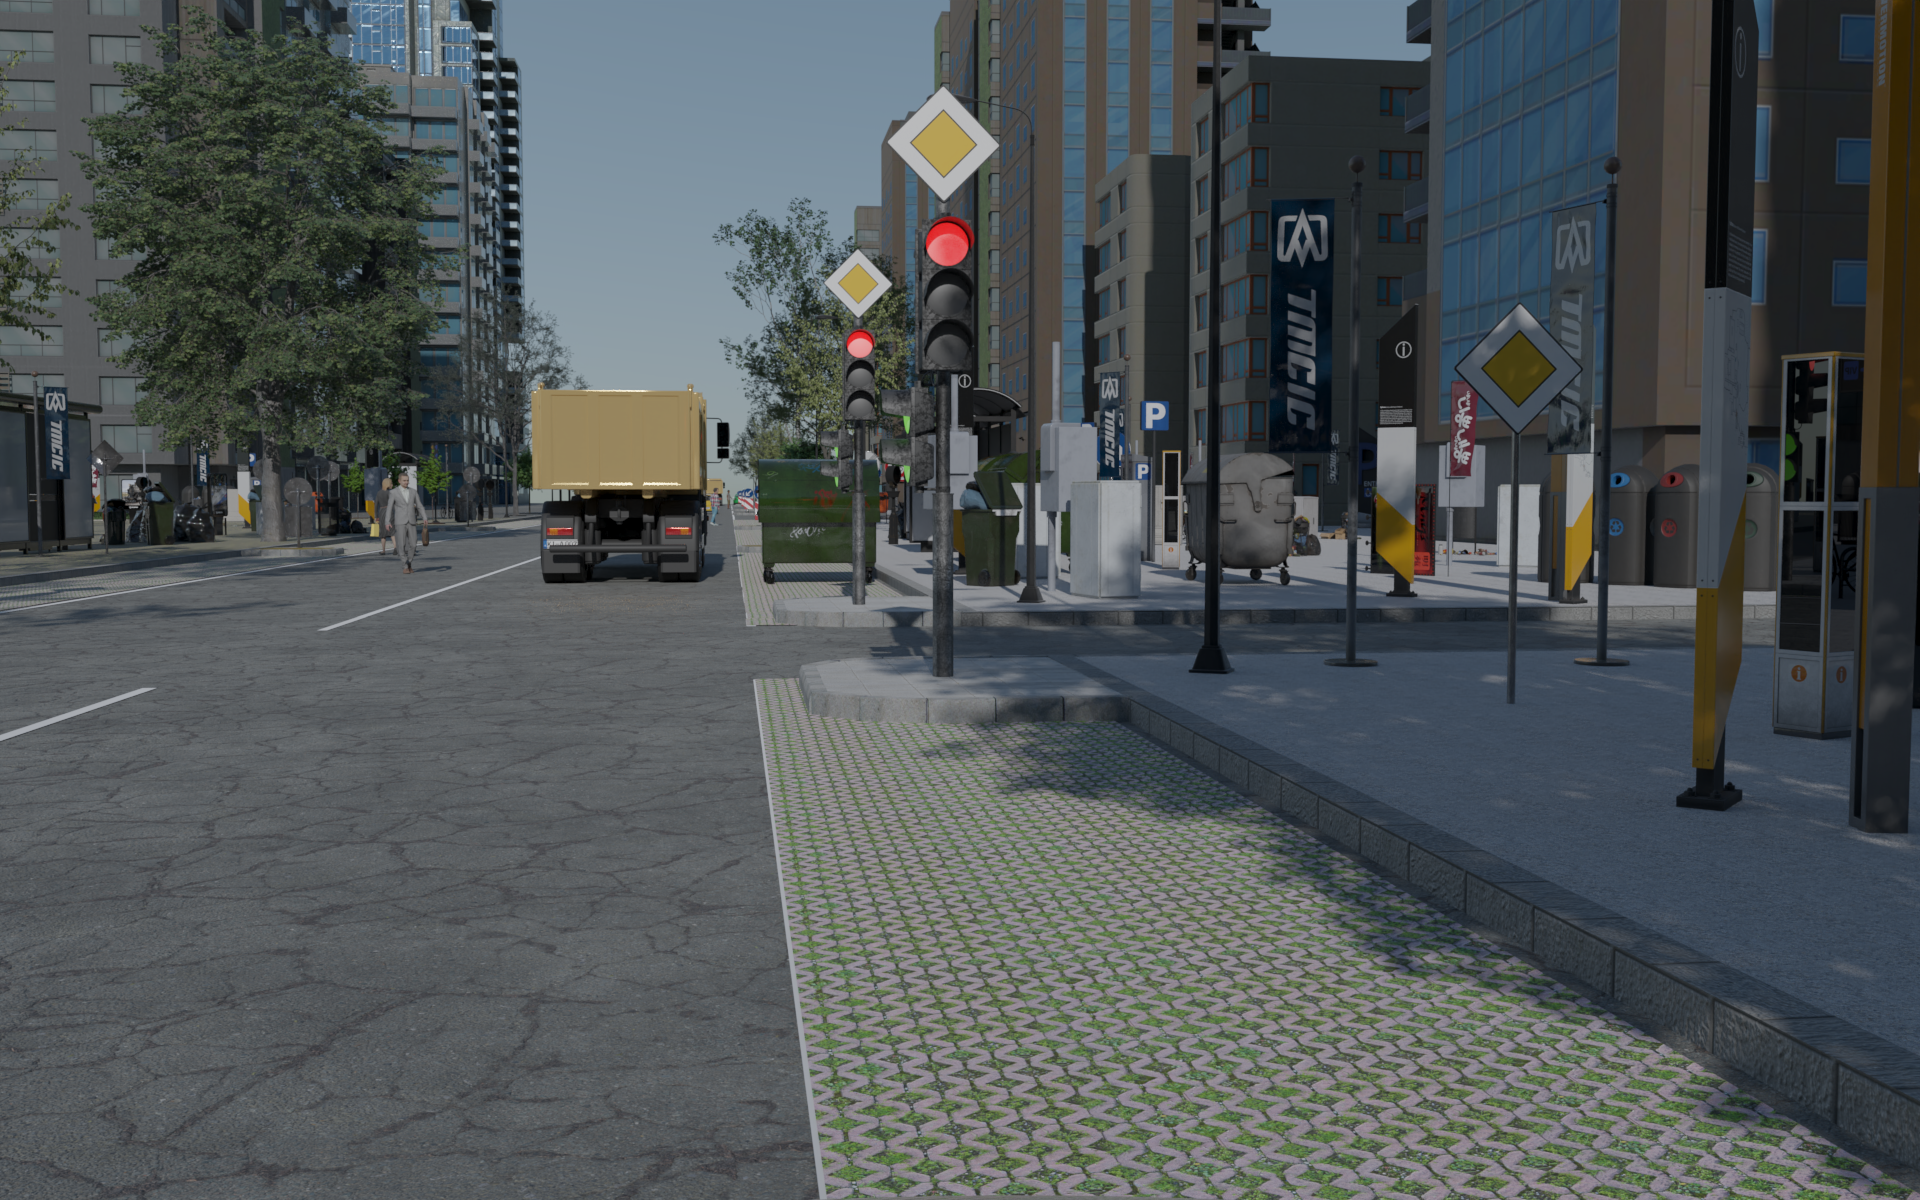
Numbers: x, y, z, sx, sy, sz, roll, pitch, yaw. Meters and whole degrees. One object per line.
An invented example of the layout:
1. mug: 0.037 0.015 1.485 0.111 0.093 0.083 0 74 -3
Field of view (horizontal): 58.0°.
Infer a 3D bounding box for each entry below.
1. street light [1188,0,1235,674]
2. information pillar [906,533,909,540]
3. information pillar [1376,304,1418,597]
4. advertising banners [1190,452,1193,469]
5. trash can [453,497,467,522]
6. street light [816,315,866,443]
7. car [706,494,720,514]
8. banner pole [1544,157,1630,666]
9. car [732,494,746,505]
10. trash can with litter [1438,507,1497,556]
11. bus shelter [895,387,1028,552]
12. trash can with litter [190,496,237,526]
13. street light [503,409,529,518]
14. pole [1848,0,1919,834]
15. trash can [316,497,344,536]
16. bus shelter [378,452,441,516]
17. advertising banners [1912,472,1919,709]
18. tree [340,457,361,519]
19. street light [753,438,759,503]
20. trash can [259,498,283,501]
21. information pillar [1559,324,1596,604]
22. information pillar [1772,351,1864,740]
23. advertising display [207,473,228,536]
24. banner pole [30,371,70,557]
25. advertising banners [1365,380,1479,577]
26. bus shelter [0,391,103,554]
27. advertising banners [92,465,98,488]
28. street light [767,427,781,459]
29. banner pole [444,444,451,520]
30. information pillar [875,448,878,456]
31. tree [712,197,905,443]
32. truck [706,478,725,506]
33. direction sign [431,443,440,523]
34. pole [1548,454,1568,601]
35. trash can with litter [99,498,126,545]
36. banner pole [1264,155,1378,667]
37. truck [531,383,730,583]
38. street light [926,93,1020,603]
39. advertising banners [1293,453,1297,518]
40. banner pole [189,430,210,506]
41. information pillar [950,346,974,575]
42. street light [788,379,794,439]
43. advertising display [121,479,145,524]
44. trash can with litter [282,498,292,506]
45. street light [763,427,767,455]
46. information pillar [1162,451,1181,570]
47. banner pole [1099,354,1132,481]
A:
1. street light: 1.280 -2.429 12.261 1.470 5.913 1.316 0 4 -8
2. information pillar: -1.306 -2.673 48.188 0.304 2.012 0.304 1 4 18
3. information pillar: 5.457 -1.849 21.591 0.504 3.616 0.183 3 4 36
4. advertising banners: 9.770 -4.626 71.828 0.090 3.025 2.074 0 4 -5
5. trash can: -22.702 -4.111 78.861 0.748 1.137 0.748 0 3 0
6. street light: -3.040 -4.437 45.078 1.470 5.913 1.316 0 4 -8
7. car: -18.268 -6.999 124.652 2.015 1.641 3.980 0 4 -7
8. banner pole: 4.753 -1.416 13.174 0.401 3.779 0.863 -2 4 -23
9. car: -27.194 -12.584 214.540 1.959 1.807 4.718 -1 4 -9
10. trash can with litter: 10.955 -1.553 36.453 2.233 1.210 1.678 3 4 36
11. bus shelter: -0.005 -2.549 35.593 2.014 3.302 5.546 0 4 -8
12. trash can with litter: -29.843 -3.515 68.523 2.233 1.210 1.678 0 4 -1
13. street light: -24.106 -7.433 94.067 1.470 5.913 1.316 0 4 -8
14. pole: 3.512 -0.776 6.526 0.158 3.312 0.155 0 3 0
15. trash can: -19.357 -2.535 53.099 0.748 1.137 0.748 0 3 0
16. bus shelter: -27.300 -5.639 86.118 2.014 3.302 5.546 0 4 -7
17. advertising banners: 6.289 -0.851 10.108 2.074 3.025 0.090 1 4 15
18. tree: -31.651 -5.871 90.593 1.663 3.219 1.824 0 3 0
19. street light: -16.319 -10.532 144.737 1.470 5.913 1.316 0 4 -8
20. trash can: -22.741 -2.787 57.222 0.748 1.137 0.748 0 3 0
21. information pillar: 7.256 -1.768 20.266 0.504 3.616 0.183 -3 5 -43
22. information pillar: 4.544 -0.285 9.153 0.304 2.012 0.304 -2 4 -30
23. advertising display: -22.986 -2.961 53.629 0.123 1.923 0.974 0 4 7
24. banner pole: -18.641 -2.780 35.464 0.401 3.779 0.863 3 5 41
25. advertising banners: 7.244 -1.895 27.177 0.090 3.025 2.074 -3 5 -39
26. bus shelter: -20.551 -3.576 36.098 2.179 5.291 8.768 0 4 -8
27. advertising banners: -37.219 -4.716 73.287 2.074 3.025 0.090 1 4 19
28. street light: -9.649 -7.471 94.687 1.470 5.913 1.316 0 4 -8
29. banner pole: -25.767 -5.935 87.056 0.401 3.779 0.863 -1 4 -21
30. information pillar: -4.270 -5.870 87.336 0.183 3.616 0.504 -2 4 -24
31. tree: -9.256 -15.466 108.755 12.611 20.169 13.585 0 3 0
32. truck: -30.601 -13.298 213.353 3.469 3.379 9.791 -1 4 -9
33. direction sign: -23.160 -5.163 76.414 0.379 3.537 0.876 -2 4 -35
34. pole: 7.209 -1.648 20.793 0.158 3.312 0.155 0 3 0
35. trash can with litter: -21.505 -1.981 43.780 0.624 1.170 1.055 -3 5 -45
36. banner pole: 2.711 -1.403 12.951 0.863 3.779 0.401 1 4 9
37. truck: -5.939 -2.179 31.548 3.469 3.379 9.791 0 4 -7
38. street light: 0.306 -2.920 20.282 1.470 5.913 1.316 0 4 -8
39. advertising banners: 12.481 -4.183 64.581 0.090 3.025 2.074 1 4 15
40. banner pole: -29.305 -4.689 66.690 0.863 3.779 0.401 -1 4 -20
41. information pillar: -0.005 -2.209 27.467 0.504 3.616 0.183 -1 4 -14
42. street light: -6.320 -5.949 69.812 1.470 5.913 1.316 0 4 -8
43. advertising display: -35.643 -4.249 74.693 0.974 1.923 0.123 0 4 0
44. trash can with litter: -24.394 -3.091 61.921 1.055 1.170 0.624 0 4 -8
45. street light: -12.939 -9.020 120.016 1.470 5.913 1.316 0 4 -8
46. information pillar: 3.601 -1.530 29.508 0.304 2.012 0.304 0 4 8
47. banner pole: 2.819 -2.518 31.184 0.863 3.779 0.401 3 5 45
